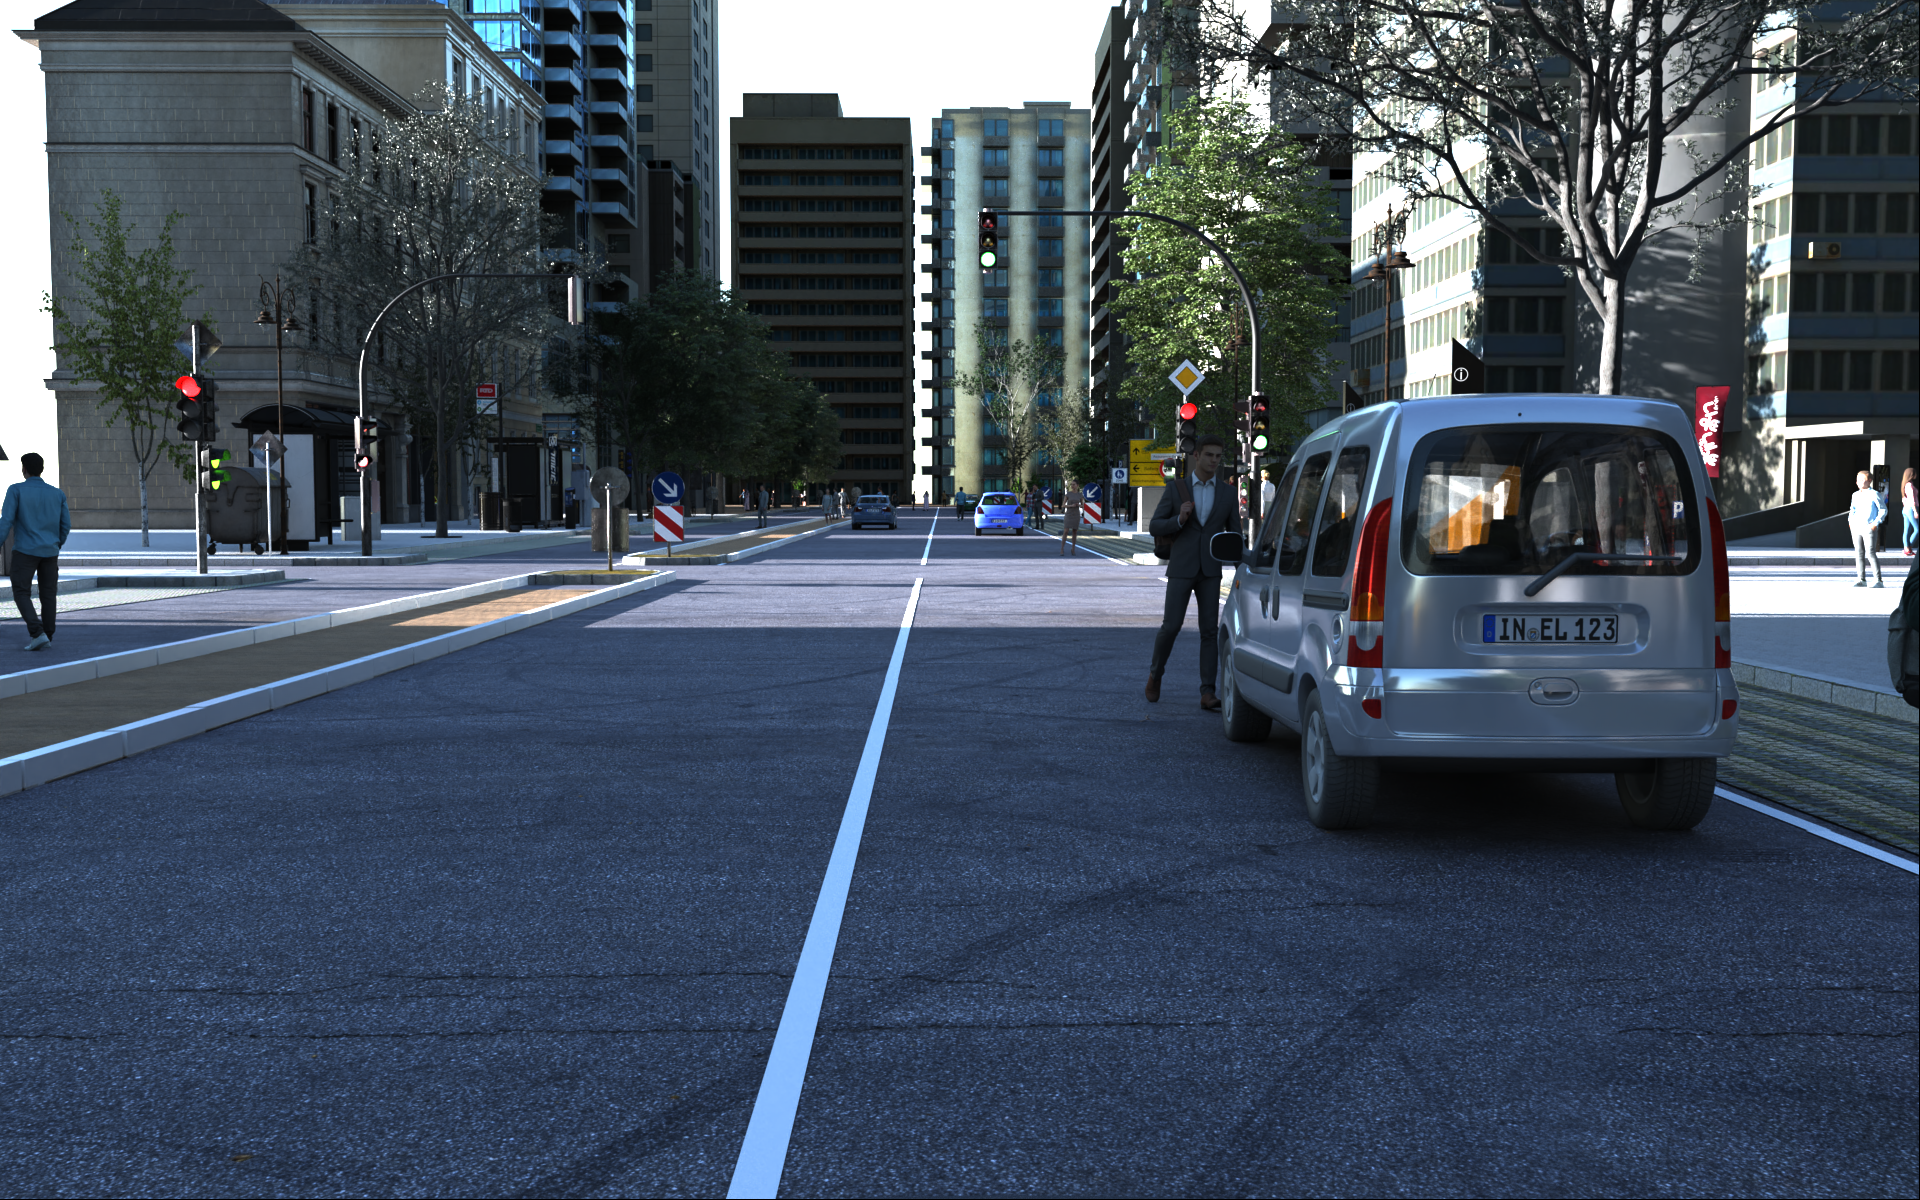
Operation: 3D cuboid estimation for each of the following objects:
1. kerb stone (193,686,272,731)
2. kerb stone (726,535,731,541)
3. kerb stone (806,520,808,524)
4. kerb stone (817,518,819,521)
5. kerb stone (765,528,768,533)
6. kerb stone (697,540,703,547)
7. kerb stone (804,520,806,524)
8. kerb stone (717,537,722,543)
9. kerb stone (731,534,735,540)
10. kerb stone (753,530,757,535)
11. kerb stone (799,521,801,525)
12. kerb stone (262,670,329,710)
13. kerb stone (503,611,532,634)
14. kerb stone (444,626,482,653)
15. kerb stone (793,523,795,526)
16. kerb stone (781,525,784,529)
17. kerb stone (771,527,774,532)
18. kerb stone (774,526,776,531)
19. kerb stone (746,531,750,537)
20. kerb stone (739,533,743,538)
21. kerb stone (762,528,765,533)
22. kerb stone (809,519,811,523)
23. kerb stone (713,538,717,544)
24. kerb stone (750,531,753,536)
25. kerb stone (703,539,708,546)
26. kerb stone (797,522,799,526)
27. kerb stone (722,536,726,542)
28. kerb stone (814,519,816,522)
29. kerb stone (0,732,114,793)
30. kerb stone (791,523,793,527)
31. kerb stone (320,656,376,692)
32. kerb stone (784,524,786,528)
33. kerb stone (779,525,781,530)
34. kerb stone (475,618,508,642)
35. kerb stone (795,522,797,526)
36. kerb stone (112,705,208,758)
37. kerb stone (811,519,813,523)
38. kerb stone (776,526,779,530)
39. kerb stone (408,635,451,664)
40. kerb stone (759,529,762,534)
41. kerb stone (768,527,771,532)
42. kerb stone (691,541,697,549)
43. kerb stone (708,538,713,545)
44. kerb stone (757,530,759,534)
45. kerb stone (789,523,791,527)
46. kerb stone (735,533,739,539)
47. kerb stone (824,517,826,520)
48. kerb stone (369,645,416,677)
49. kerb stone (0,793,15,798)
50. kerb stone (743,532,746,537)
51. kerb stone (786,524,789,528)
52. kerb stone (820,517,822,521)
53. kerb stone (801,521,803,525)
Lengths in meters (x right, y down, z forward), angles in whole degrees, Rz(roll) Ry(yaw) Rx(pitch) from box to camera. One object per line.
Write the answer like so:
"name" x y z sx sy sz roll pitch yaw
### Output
"kerb stone" -4.618 0.688 10.946 0.120 0.150 1.000 0 4 -1
"kerb stone" -7.139 -1.843 52.406 0.120 0.150 1.000 0 4 -1
"kerb stone" -7.440 -3.665 82.138 0.120 0.150 1.000 0 4 -1
"kerb stone" -7.516 -4.099 89.317 0.120 0.150 1.000 0 4 -1
"kerb stone" -7.253 -2.537 63.674 0.120 0.150 1.000 0 4 -1
"kerb stone" -7.072 -1.470 46.260 0.120 0.150 1.000 0 4 -1
"kerb stone" -7.429 -3.603 81.105 0.120 0.150 1.000 0 4 -1
"kerb stone" -7.112 -1.722 50.358 0.120 0.150 1.000 0 4 -1
"kerb stone" -7.142 -1.908 53.439 0.120 0.150 1.000 0 4 -1
"kerb stone" -7.201 -2.283 59.582 0.120 0.150 1.000 0 4 -1
"kerb stone" -7.396 -3.415 78.038 0.120 0.150 1.000 0 4 -1
"kerb stone" -4.617 0.625 11.972 0.120 0.150 1.000 0 4 -1
"kerb stone" -4.686 0.249 18.123 0.120 0.150 1.000 0 4 -1
"kerb stone" -4.659 0.375 16.077 0.120 0.150 1.000 0 4 -1
"kerb stone" -7.359 -3.228 74.969 0.120 0.150 1.000 0 4 -1
"kerb stone" -7.311 -2.914 69.845 0.120 0.150 1.000 0 4 -1
"kerb stone" -7.266 -2.662 65.719 0.120 0.150 1.000 0 4 -1
"kerb stone" -7.278 -2.725 66.745 0.120 0.150 1.000 0 4 -1
"kerb stone" -7.193 -2.159 57.533 0.120 0.150 1.000 0 4 -1
"kerb stone" -7.166 -2.031 55.486 0.120 0.150 1.000 0 4 -1
"kerb stone" -7.242 -2.469 62.650 0.120 0.150 1.000 0 4 -1
"kerb stone" -7.452 -3.789 84.182 0.120 0.150 1.000 0 4 -1
"kerb stone" -7.106 -1.660 49.336 0.120 0.150 1.000 0 4 -1
"kerb stone" -7.201 -2.218 58.559 0.120 0.150 1.000 0 4 -1
"kerb stone" -7.079 -1.534 47.284 0.120 0.150 1.000 0 4 -1
"kerb stone" -7.388 -3.352 77.013 0.120 0.150 1.000 0 4 -1
"kerb stone" -7.128 -1.785 51.384 0.120 0.150 1.000 0 4 -1
"kerb stone" -7.486 -3.980 87.273 0.120 0.150 1.000 0 4 -1
"kerb stone" -4.589 0.817 8.877 0.120 0.150 1.000 0 4 -1
"kerb stone" -7.354 -3.163 73.935 0.120 0.150 1.000 0 4 -1
"kerb stone" -4.624 0.563 12.996 0.120 0.150 1.000 0 4 -1
"kerb stone" -7.330 -2.974 70.867 0.120 0.150 1.000 0 4 -1
"kerb stone" -7.300 -2.845 68.805 0.120 0.150 1.000 0 4 -1
"kerb stone" -4.676 0.313 17.101 0.120 0.150 1.000 0 4 -1
"kerb stone" -7.369 -3.284 75.992 0.120 0.150 1.000 0 4 -1
"kerb stone" -4.592 0.754 9.911 0.120 0.150 1.000 0 4 -1
"kerb stone" -7.474 -3.853 85.204 0.120 0.150 1.000 0 4 -1
"kerb stone" -7.294 -2.788 67.779 0.120 0.150 1.000 0 4 -1
"kerb stone" -4.647 0.438 15.042 0.120 0.150 1.000 0 4 -1
"kerb stone" -7.236 -2.412 61.627 0.120 0.150 1.000 0 4 -1
"kerb stone" -7.255 -2.599 64.697 0.120 0.150 1.000 0 4 -1
"kerb stone" -7.070 -1.409 45.238 0.120 0.150 1.000 0 4 -1
"kerb stone" -7.088 -1.597 48.313 0.120 0.150 1.000 0 4 -1
"kerb stone" -7.222 -2.349 60.604 0.120 0.150 1.000 0 4 -1
"kerb stone" -7.345 -3.102 72.912 0.120 0.150 1.000 0 4 -1
"kerb stone" -7.153 -1.973 54.461 0.120 0.150 1.000 0 4 -1
"kerb stone" -7.565 -4.419 94.440 0.120 0.150 1.000 0 4 -1
"kerb stone" -4.641 0.500 14.018 0.120 0.150 1.000 0 4 -1
"kerb stone" -4.579 0.877 7.849 0.120 0.150 1.000 0 4 -1
"kerb stone" -7.174 -2.097 56.509 0.120 0.150 1.000 0 4 -1
"kerb stone" -7.326 -3.039 71.890 0.120 0.150 1.000 0 4 -1
"kerb stone" -7.531 -4.227 91.369 0.120 0.150 1.000 0 4 -1
"kerb stone" -7.405 -3.478 79.061 0.120 0.150 1.000 0 4 -1
